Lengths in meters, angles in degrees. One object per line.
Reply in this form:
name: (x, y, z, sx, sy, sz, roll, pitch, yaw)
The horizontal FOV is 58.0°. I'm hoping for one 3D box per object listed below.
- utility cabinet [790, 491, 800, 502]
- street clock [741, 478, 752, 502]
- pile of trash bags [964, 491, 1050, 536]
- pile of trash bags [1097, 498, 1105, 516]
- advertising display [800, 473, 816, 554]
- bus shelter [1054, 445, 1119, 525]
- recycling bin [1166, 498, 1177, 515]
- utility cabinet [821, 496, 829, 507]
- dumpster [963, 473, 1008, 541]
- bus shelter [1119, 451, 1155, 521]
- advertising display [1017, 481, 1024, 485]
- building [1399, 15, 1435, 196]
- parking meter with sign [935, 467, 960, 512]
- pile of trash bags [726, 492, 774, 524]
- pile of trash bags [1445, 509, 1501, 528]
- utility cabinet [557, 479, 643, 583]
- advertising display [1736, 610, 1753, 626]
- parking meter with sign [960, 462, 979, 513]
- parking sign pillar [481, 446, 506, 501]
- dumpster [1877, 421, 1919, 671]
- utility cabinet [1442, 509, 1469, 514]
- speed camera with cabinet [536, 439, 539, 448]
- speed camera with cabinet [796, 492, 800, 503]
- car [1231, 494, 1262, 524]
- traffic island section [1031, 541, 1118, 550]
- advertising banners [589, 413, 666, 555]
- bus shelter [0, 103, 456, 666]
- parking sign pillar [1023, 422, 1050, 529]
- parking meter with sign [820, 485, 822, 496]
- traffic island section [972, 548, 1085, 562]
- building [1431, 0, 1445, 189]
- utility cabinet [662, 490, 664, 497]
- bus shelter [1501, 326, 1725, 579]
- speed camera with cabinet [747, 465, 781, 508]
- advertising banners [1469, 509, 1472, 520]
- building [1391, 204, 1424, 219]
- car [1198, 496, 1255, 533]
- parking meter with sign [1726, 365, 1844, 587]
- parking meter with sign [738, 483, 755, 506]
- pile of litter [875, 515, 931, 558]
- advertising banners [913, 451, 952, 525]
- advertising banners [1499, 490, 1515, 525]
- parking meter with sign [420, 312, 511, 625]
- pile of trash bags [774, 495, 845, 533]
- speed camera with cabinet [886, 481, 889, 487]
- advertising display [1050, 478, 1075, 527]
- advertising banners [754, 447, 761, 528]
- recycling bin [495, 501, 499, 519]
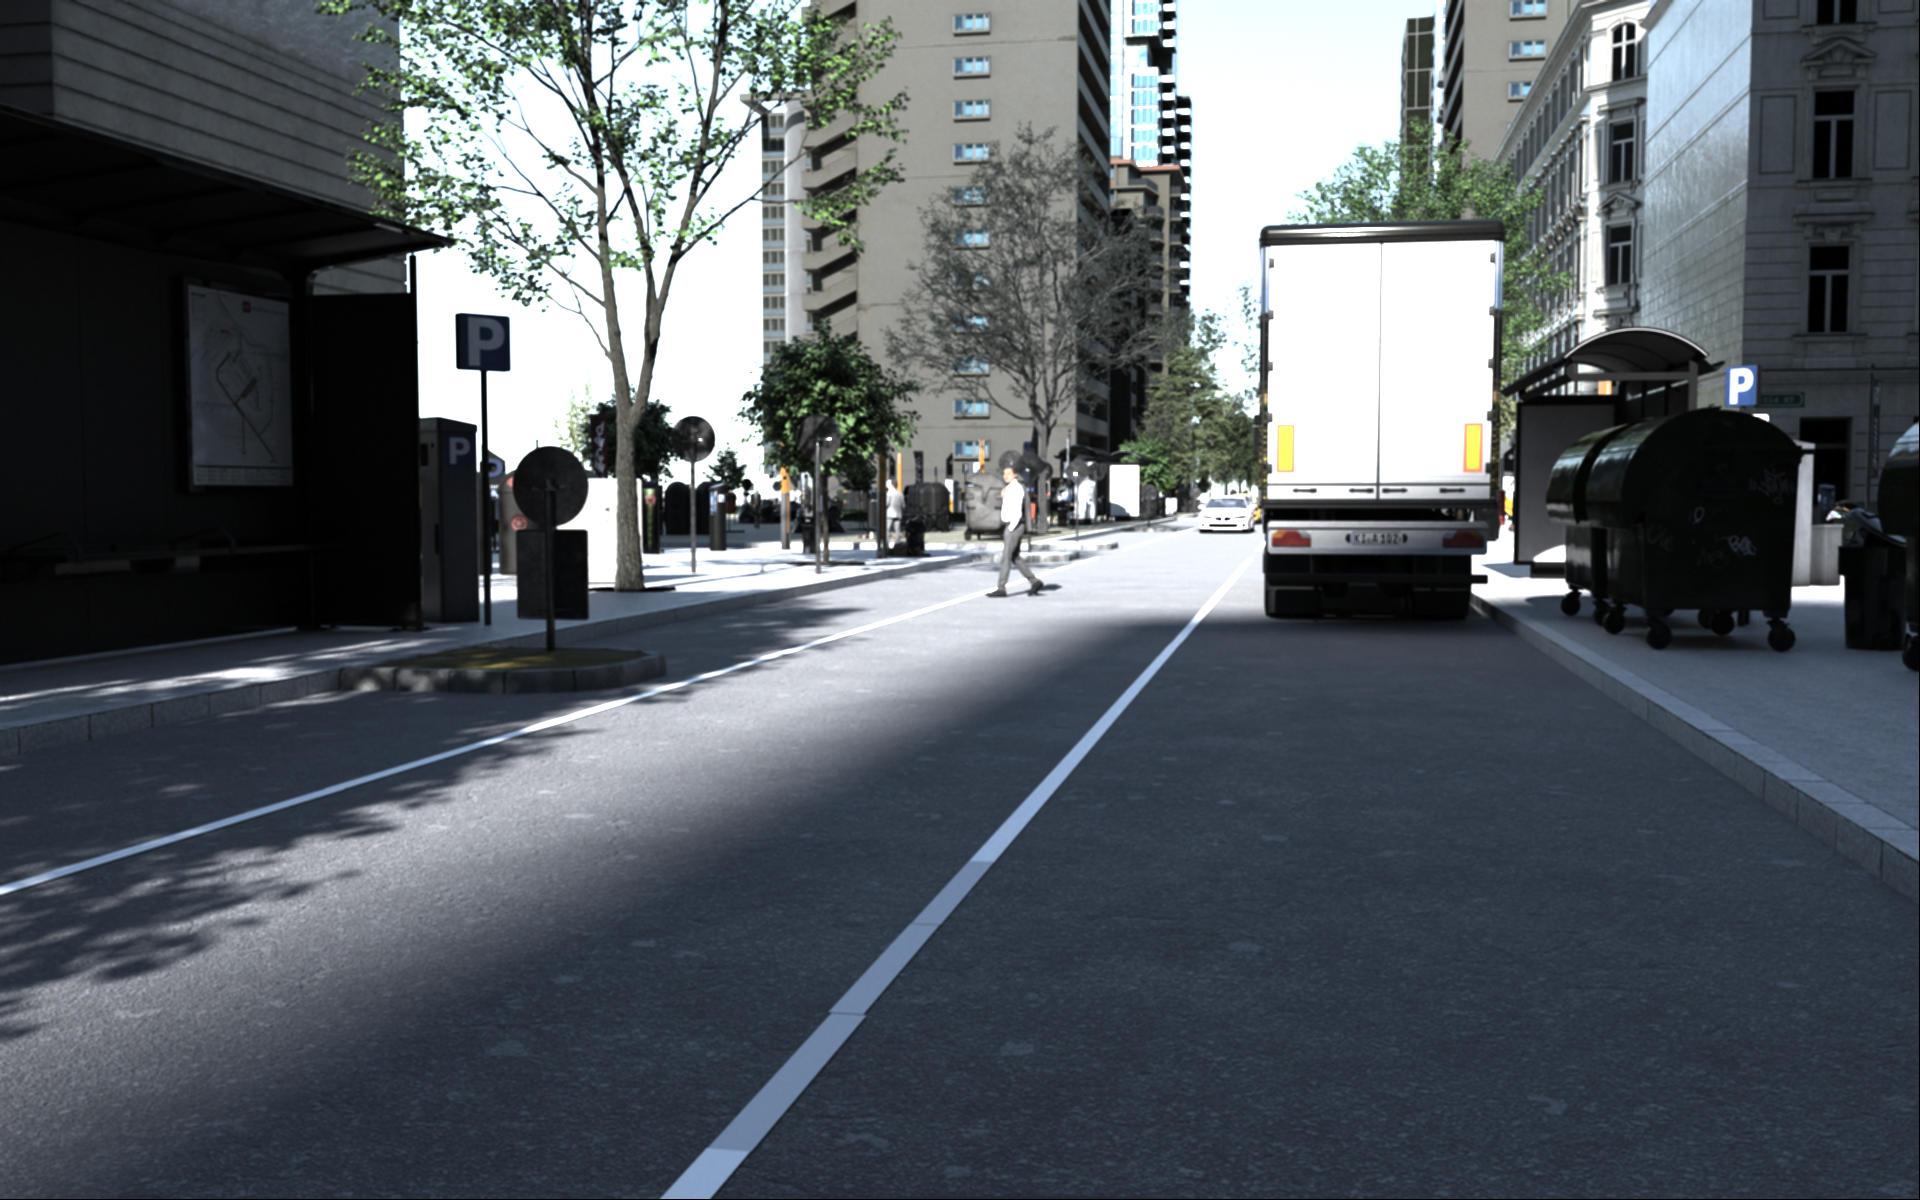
utility cabinet: (-11.426, -6.761, 119.218, 1.173, 1.500, 0.318, 3, 4, 38)
street clock: (-9.791, -4.583, 79.508, 0.471, 2.002, 0.358, -1, 4, -12)
pile of trash bags: (1.524, -2.690, 53.734, 1.912, 1.369, 3.447, -2, 4, -24)
pile of trash bags: (6.829, -5.701, 102.970, 3.447, 1.369, 1.912, -1, 4, -11)
advertising display: (-3.240, -1.959, 37.248, 0.123, 1.923, 0.974, -1, 4, -21)
bus shelter: (5.390, -4.905, 74.118, 2.014, 3.302, 5.546, 1, 4, 11)
recycling bin: (13.015, -5.809, 107.533, 0.722, 1.027, 0.722, -1, 4, -10)
utility cabinet: (-5.625, -3.575, 69.616, 0.306, 1.237, 1.020, -2, 4, -29)
dumpster: (0.830, -2.595, 48.189, 1.264, 1.857, 1.865, 1, 4, 11)
bus shelter: (8.150, -5.481, 83.530, 2.014, 3.302, 5.546, 1, 4, 11)
advertising display: (3.243, -4.905, 85.406, 0.974, 1.923, 0.123, 1, 4, 23)
building: (74.097, -50.173, 258.578, 20.563, 71.187, 20.611, 1, 4, 11)
parking meter with sign: (-0.448, -6.341, 99.929, 1.738, 3.016, 0.543, 2, 4, 24)
pile of trash bags: (-9.014, -4.030, 75.638, 1.912, 1.369, 3.447, 3, 4, 37)
pile of trash bags: (19.888, -3.378, 64.976, 3.447, 1.369, 1.912, 1, 4, 21)
utility cabinet: (-5.139, -0.980, 24.695, 1.173, 1.500, 0.318, -1, 4, -16)
advertising display: (7.800, -0.730, 17.157, 0.123, 1.923, 0.974, 2, 4, 29)
parking meter with sign: (0.683, -5.997, 94.310, 0.543, 3.016, 1.738, 1, 4, 20)
parking sign pillar: (-25.359, -6.467, 94.215, 1.447, 3.967, 1.447, -1, 4, -14)
dumpster: (7.279, -0.560, 11.645, 1.502, 2.255, 1.985, 1, 4, 11)
utility cabinet: (20.336, -3.825, 71.214, 0.318, 1.500, 1.173, -3, 4, -36)
speed camera with cabinet: (-14.432, -4.150, 62.189, 2.038, 3.252, 0.660, 0, 4, -2)
speed camera with cabinet: (-10.344, -7.537, 117.559, 0.660, 3.252, 2.038, 2, 4, 26)
car: (13.587, -4.456, 83.072, 2.015, 1.641, 3.980, 1, 4, 12)
traffic island section: (3.067, -1.428, 45.631, 2.009, 0.180, 2.903, 1, 4, 11)
advertising banners: (-7.171, -2.505, 37.149, 2.074, 3.025, 0.090, 2, 4, 32)
bus shelter: (-6.095, -1.343, 13.236, 1.731, 3.624, 6.357, 1, 4, 11)
parking sign pillar: (2.625, -4.619, 63.995, 1.447, 3.967, 1.447, 0, 4, 8)
parking meter with sign: (-6.662, -5.148, 80.436, 0.543, 3.016, 1.738, 1, 4, 15)
traffic island section: (1.494, -0.949, 37.801, 2.009, 0.180, 2.903, 1, 4, 11)
building: (68.345, -55.369, 217.947, 22.319, 86.520, 31.000, 1, 4, 11)
utility cabinet: (-16.840, -5.610, 100.399, 1.173, 1.500, 0.318, 0, 4, 5)
bus shelter: (8.703, -1.820, 23.674, 2.014, 3.302, 5.546, 1, 4, 11)
speed camera with cabinet: (-11.143, -6.376, 98.588, 2.038, 3.252, 0.660, -1, 4, -20)
advertising banners: (24.314, -5.484, 85.847, 2.074, 3.025, 0.090, 2, 4, 23)
building: (67.291, -34.213, 242.978, 14.154, 41.232, 14.086, 1, 4, 11)
car: (10.019, -3.211, 64.857, 2.083, 1.381, 4.827, 1, 4, 13)
parking meter with sign: (11.430, -1.694, 23.957, 1.738, 3.016, 0.543, -1, 4, -22)
parking meter with sign: (-13.275, -6.889, 108.904, 0.543, 3.016, 1.738, 3, 5, 41)
pile of litter: (-1.166, -1.339, 35.863, 1.176, 0.858, 1.719, 0, 4, 5)
advertising banners: (-1.130, -4.576, 71.001, 2.074, 3.025, 0.090, -3, 5, -42)
advertising banners: (22.202, -4.586, 71.162, 2.074, 3.025, 0.090, 2, 4, 34)
parking meter with sign: (-5.188, -1.297, 17.467, 0.543, 3.016, 1.738, -3, 5, -43)
pile of trash bags: (-5.042, -2.989, 58.621, 1.912, 1.369, 3.447, -1, 4, -13)
speed camera with cabinet: (-4.725, -7.723, 120.600, 0.660, 3.252, 2.038, 1, 4, 18)
advertising display: (4.035, -3.853, 68.207, 0.974, 1.923, 0.123, 0, 4, 2)
advertising banners: (-7.609, -4.212, 65.048, 0.090, 3.025, 2.074, -1, 4, -12)
recycling bin: (-16.826, -3.011, 61.790, 0.722, 1.027, 0.722, 3, 5, 43)
